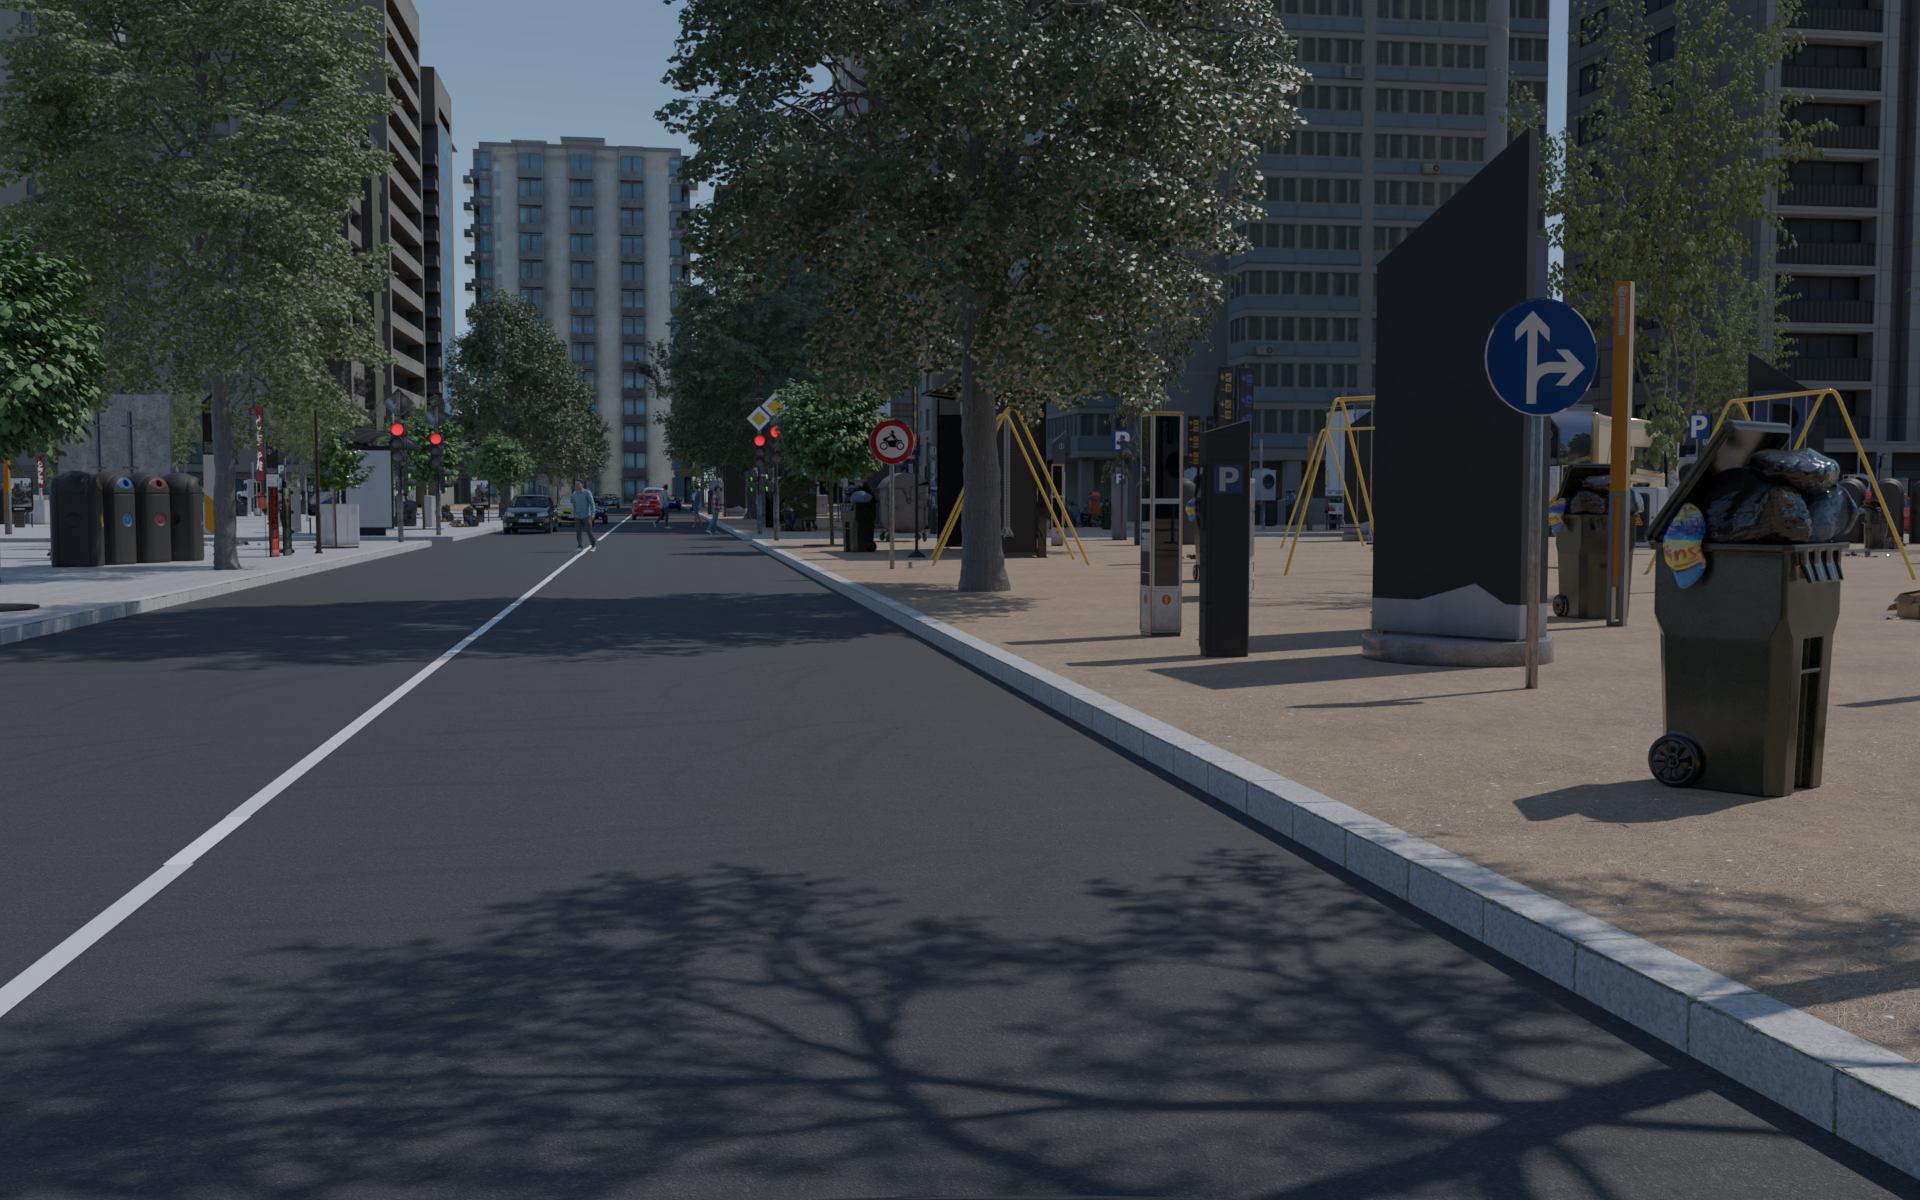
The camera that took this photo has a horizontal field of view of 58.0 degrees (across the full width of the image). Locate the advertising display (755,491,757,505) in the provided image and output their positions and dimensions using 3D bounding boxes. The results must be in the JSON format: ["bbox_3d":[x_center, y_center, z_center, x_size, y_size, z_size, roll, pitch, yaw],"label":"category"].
[{"bbox_3d":[-12.969,-6.401,109.873,0.974,1.923,0.123,2,4,34],"label":"advertising display"}]

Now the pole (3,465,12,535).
[{"bbox_3d":[-30.180,-3.731,54.845,0.158,3.312,0.155,0,3,0],"label":"pole"}]

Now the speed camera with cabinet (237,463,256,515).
[{"bbox_3d":[-44.895,-7.011,108.969,0.660,3.252,2.038,-3,5,-40],"label":"speed camera with cabinet"}]

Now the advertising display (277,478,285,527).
[{"bbox_3d":[-26.658,-3.843,68.049,0.123,1.923,0.974,-2,4,-31],"label":"advertising display"}]

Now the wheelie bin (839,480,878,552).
[{"bbox_3d":[-2.243,-1.860,38.320,0.693,1.594,0.980,-3,4,-38],"label":"wheelie bin"}]

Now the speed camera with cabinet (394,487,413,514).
[{"bbox_3d":[-35.606,-7.081,110.109,0.660,3.252,2.038,1,4,15],"label":"speed camera with cabinet"}]

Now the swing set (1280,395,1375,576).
[{"bbox_3d":[7.191,-1.799,27.037,2.862,2.851,3.119,-3,5,-44],"label":"swing set"}]

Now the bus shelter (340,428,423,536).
[{"bbox_3d":[-18.683,-3.781,55.741,2.014,3.302,5.546,-1,4,-10],"label":"bus shelter"}]

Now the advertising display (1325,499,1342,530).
[{"bbox_3d":[13.349,-3.470,61.949,0.123,1.923,0.974,3,5,42],"label":"advertising display"}]

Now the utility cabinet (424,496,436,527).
[{"bbox_3d":[-20.726,-3.466,67.832,0.306,1.237,1.020,0,4,-6],"label":"utility cabinet"}]

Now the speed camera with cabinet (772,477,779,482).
[{"bbox_3d":[-9.935,-6.434,99.533,2.038,3.252,0.660,1,4,10],"label":"speed camera with cabinet"}]

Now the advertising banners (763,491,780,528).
[{"bbox_3d":[-6.572,-4.278,66.127,2.074,3.025,0.090,-2,4,-31],"label":"advertising banners"}]

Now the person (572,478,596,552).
[{"bbox_3d":[-9.296,-2.104,42.913,0.660,1.820,0.620,1,4,16],"label":"person"}]

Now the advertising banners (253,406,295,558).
[{"bbox_3d":[-13.968,-2.388,35.237,0.090,3.025,2.074,0,4,-2],"label":"advertising banners"}]

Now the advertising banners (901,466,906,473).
[{"bbox_3d":[-3.082,-6.974,110.217,0.090,3.025,2.074,3,4,36],"label":"advertising banners"}]

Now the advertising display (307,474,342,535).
[{"bbox_3d":[-20.044,-3.017,54.549,0.974,1.923,0.123,0,4,-3],"label":"advertising display"}]

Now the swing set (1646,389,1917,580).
[{"bbox_3d":[12.834,-1.817,27.327,2.862,2.851,3.119,0,4,-3],"label":"swing set"}]

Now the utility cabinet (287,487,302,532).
[{"bbox_3d":[-22.242,-3.009,57.872,0.318,1.500,1.173,-2,4,-28],"label":"utility cabinet"}]

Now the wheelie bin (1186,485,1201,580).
[{"bbox_3d":[3.855,-1.084,25.638,0.980,1.594,0.693,0,4,-6],"label":"wheelie bin"}]

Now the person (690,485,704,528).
[{"bbox_3d":[-11.110,-3.960,73.273,0.654,1.822,0.581,-2,4,-26],"label":"person"}]

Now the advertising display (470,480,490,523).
[{"bbox_3d":[-21.559,-4.440,77.810,0.974,1.923,0.123,1,4,17],"label":"advertising display"}]

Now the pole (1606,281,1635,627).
[{"bbox_3d":[6.386,-1.400,16.740,0.158,3.312,0.155,0,3,0],"label":"pole"}]

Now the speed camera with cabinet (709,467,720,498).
[{"bbox_3d":[-14.908,-7.071,109.946,2.038,3.252,0.660,-1,4,-9],"label":"speed camera with cabinet"}]

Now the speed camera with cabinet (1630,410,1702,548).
[{"bbox_3d":[16.788,-2.868,41.221,0.660,3.252,2.038,-3,5,-44],"label":"speed camera with cabinet"}]

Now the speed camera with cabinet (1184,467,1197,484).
[{"bbox_3d":[7.878,-4.151,62.206,2.038,3.252,0.660,-2,4,-24],"label":"speed camera with cabinet"}]

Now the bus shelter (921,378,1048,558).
[{"bbox_3d":[0.468,-2.835,37.627,1.731,3.624,6.357,-1,4,-10],"label":"bus shelter"}]

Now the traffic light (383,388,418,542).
[{"bbox_3d":[-14.841,-3.486,45.912,0.839,4.253,0.868,-1,4,-10],"label":"traffic light"}]

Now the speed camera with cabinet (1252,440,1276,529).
[{"bbox_3d":[10.402,-4.162,62.388,2.038,3.252,0.660,-2,4,-28],"label":"speed camera with cabinet"}]

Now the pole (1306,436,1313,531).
[{"bbox_3d":[12.304,-4.101,60.889,0.158,3.312,0.155,0,3,0],"label":"pole"}]

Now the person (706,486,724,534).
[{"bbox_3d":[-8.837,-3.245,62.399,0.643,1.720,0.563,-1,4,-10],"label":"person"}]

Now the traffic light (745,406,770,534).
[{"bbox_3d":[-6.446,-4.071,55.487,0.839,4.253,0.868,-1,4,-10],"label":"traffic light"}]

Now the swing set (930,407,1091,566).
[{"bbox_3d":[0.873,-2.133,32.502,2.862,2.851,3.119,0,4,-2],"label":"swing set"}]

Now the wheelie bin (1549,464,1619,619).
[{"bbox_3d":[6.619,-0.614,17.952,0.980,1.594,0.693,0,4,-8],"label":"wheelie bin"}]

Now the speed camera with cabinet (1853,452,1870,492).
[{"bbox_3d":[40.247,-5.165,78.791,2.038,3.252,0.660,0,4,1],"label":"speed camera with cabinet"}]

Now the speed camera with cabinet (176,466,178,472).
[{"bbox_3d":[-54.045,-7.741,120.893,0.660,3.252,2.038,3,4,38],"label":"speed camera with cabinet"}]

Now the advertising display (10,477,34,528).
[{"bbox_3d":[-35.919,-3.725,66.114,0.974,1.923,0.123,-1,4,-14],"label":"advertising display"}]

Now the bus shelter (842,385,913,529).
[{"bbox_3d":[-3.175,-5.144,61.739,2.179,5.291,8.768,-1,4,-10],"label":"bus shelter"}]

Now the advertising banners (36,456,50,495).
[{"bbox_3d":[-41.840,-5.121,79.909,0.090,3.025,2.074,1,4,14],"label":"advertising banners"}]

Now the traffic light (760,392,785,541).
[{"bbox_3d":[-5.078,-3.590,47.619,0.839,4.253,0.868,-1,4,-10],"label":"traffic light"}]

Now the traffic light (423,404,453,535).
[{"bbox_3d":[-16.209,-3.967,53.780,0.839,4.253,0.868,-1,4,-10],"label":"traffic light"}]

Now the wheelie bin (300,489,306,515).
[{"bbox_3d":[-41.222,-6.164,108.693,0.693,1.594,0.980,-1,4,-19],"label":"wheelie bin"}]

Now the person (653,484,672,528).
[{"bbox_3d":[-12.382,-3.900,72.116,0.795,1.843,0.661,-2,4,-29],"label":"person"}]

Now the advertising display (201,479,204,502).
[{"bbox_3d":[-32.357,-4.276,75.126,0.974,1.923,0.123,-1,4,-13],"label":"advertising display"}]

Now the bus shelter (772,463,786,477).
[{"bbox_3d":[-11.005,-8.001,108.449,2.179,5.291,8.768,-1,4,-10],"label":"bus shelter"}]

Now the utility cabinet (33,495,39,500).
[{"bbox_3d":[-58.584,-6.003,109.308,0.306,1.237,1.020,1,4,20],"label":"utility cabinet"}]

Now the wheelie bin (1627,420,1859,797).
[{"bbox_3d":[3.485,0.018,7.610,0.980,1.594,0.693,-3,5,-42],"label":"wheelie bin"}]
